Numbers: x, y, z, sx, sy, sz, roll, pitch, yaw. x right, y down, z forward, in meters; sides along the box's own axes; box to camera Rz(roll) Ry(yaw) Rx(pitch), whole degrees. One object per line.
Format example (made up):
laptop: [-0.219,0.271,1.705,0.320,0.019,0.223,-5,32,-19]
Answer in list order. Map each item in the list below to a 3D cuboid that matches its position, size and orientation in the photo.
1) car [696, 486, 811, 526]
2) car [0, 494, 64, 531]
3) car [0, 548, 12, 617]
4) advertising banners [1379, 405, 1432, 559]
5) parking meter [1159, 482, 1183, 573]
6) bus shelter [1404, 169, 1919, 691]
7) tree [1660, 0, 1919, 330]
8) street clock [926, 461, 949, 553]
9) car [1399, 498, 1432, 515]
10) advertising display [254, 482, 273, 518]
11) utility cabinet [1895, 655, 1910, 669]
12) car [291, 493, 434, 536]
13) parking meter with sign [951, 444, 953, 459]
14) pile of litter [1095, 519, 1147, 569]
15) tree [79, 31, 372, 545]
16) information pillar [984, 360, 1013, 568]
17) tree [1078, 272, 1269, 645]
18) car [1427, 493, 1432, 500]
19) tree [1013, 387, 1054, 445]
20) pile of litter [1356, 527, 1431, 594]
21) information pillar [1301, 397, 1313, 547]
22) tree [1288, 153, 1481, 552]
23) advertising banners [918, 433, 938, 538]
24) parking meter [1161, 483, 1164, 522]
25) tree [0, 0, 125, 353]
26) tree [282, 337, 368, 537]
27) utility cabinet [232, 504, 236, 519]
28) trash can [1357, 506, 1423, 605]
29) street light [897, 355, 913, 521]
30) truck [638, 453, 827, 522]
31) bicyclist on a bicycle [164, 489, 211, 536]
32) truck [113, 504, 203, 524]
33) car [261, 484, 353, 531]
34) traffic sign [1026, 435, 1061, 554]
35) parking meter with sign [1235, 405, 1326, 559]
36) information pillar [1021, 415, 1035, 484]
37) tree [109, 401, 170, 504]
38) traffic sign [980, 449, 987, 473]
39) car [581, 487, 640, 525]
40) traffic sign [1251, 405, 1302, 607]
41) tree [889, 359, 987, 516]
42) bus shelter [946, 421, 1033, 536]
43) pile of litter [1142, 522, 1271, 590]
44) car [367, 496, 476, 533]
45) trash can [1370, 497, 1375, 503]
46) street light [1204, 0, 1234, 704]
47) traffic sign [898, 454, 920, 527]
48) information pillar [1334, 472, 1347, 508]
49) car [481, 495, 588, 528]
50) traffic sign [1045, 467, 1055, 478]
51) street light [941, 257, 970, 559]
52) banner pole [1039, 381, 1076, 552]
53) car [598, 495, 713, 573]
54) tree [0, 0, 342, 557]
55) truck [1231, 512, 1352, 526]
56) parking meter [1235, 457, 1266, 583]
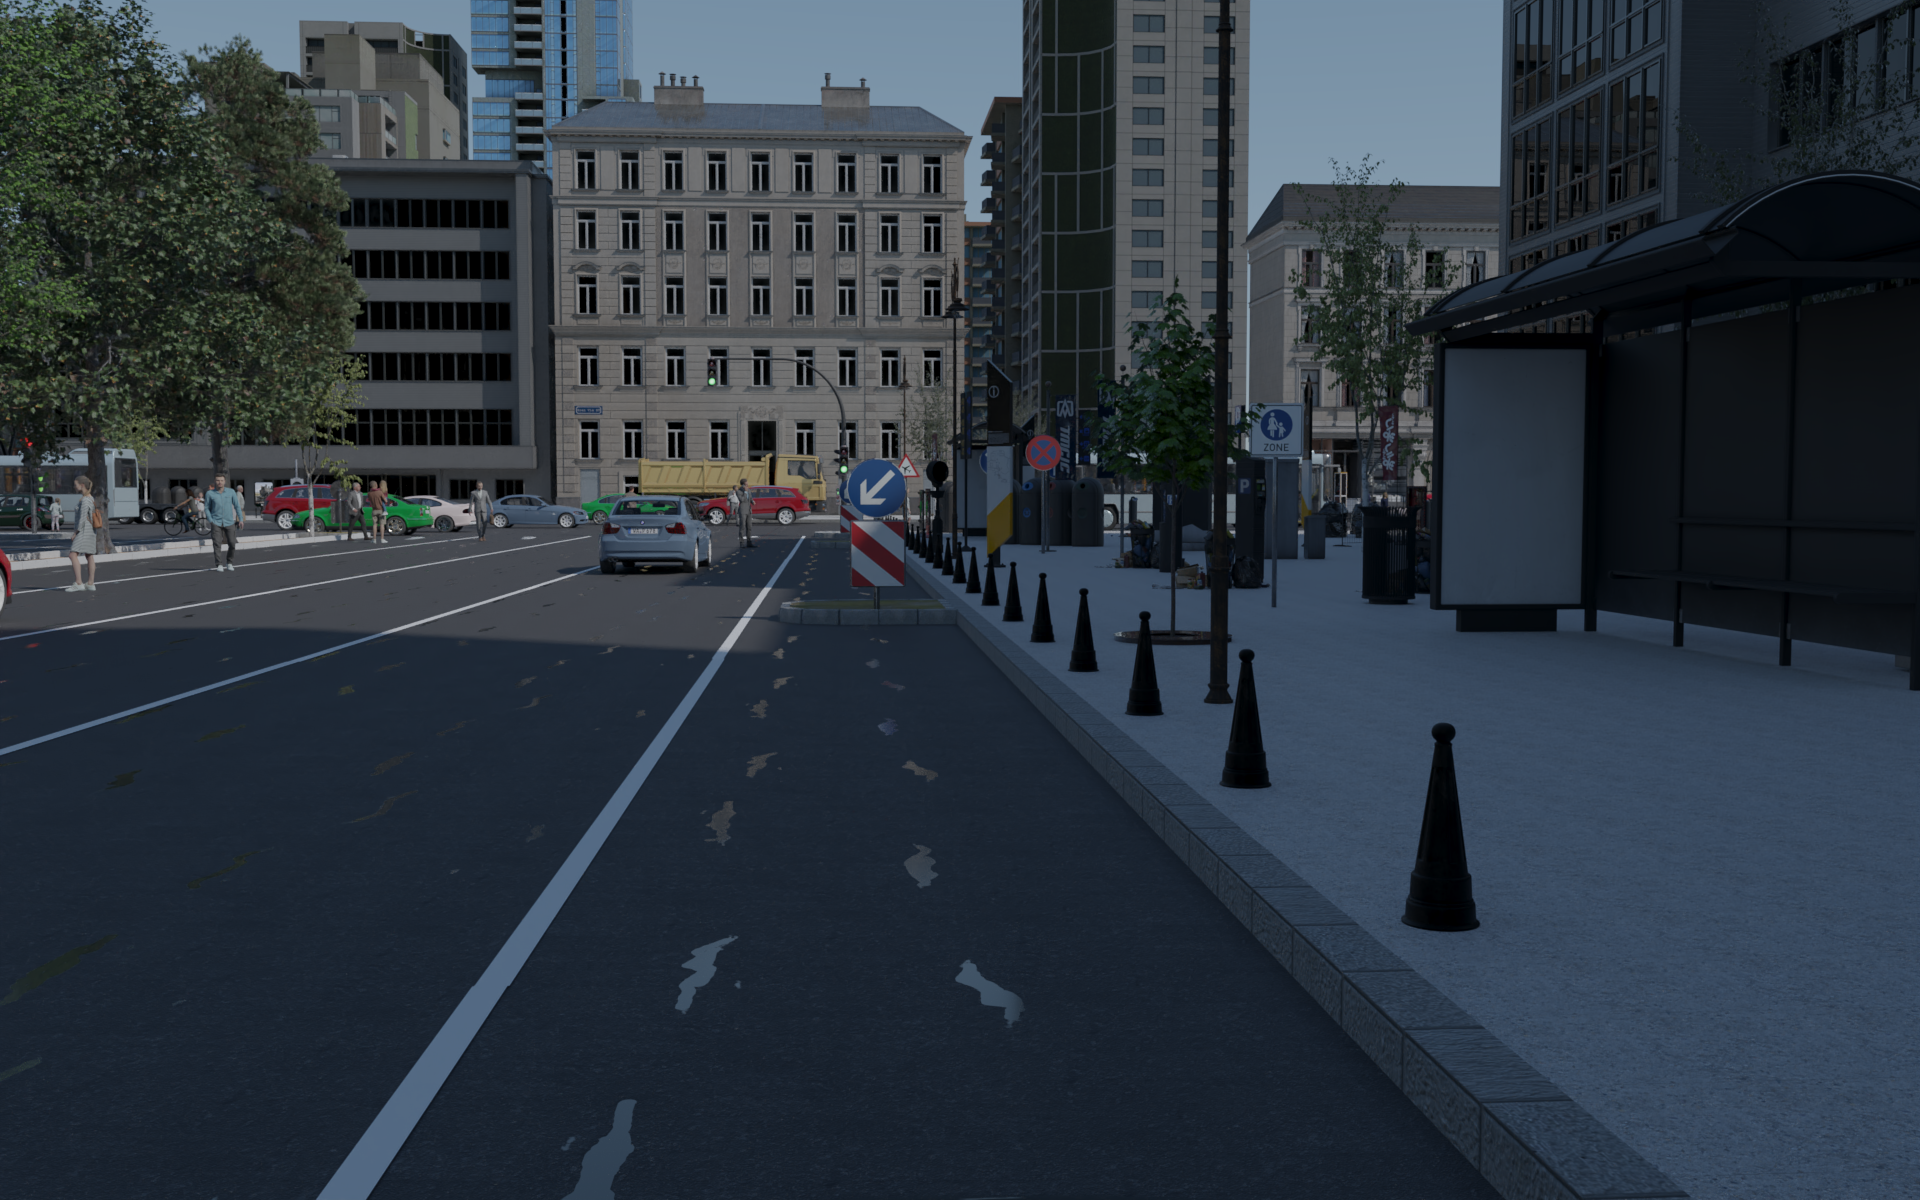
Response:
car: [-9.517,-4.340,79.627,5.304,1.827,2.281,0,4,-6]
car: [-37.529,-3.567,68.115,4.222,1.686,2.009,0,4,-2]
car: [-11.564,-0.540,17.866,2.155,1.783,4.494,0,4,-2]
advertising banners: [8.869,-2.285,33.542,0.090,3.025,2.074,-2,4,-34]
parking meter: [3.454,-1.219,28.349,0.372,1.533,0.369,0,3,0]
bus shelter: [5.367,-1.203,13.593,2.014,3.302,5.546,0,4,-4]
tree: [12.416,-4.568,25.057,4.360,8.622,3.978,0,3,0]
street clock: [-0.491,-2.027,37.704,0.471,2.002,0.358,-3,5,-39]
car: [19.656,-3.561,70.581,4.827,1.381,2.083,0,4,-5]
advertising display: [-36.819,-5.284,91.609,0.974,1.923,0.123,-3,5,-41]
utility cabinet: [6.995,-0.206,12.041,0.318,1.500,1.173,0,3,0]
car: [-20.720,-3.133,60.027,4.718,1.807,1.959,0,4,-3]
parking meter with sign: [0.613,-3.838,59.010,1.738,3.016,0.543,-1,4,-10]
pile of litter: [3.216,-0.990,30.155,1.719,0.858,1.176,3,5,40]
tree: [-20.315,-8.401,47.240,7.806,13.903,7.818,0,3,0]
information pillar: [0.680,-2.372,30.142,0.504,3.616,0.183,2,4,32]
tree: [1.986,-1.257,15.161,1.663,3.219,1.824,0,3,0]
car: [22.590,-4.279,79.003,4.494,1.783,2.155,0,4,-6]
tree: [4.283,-10.366,119.848,4.360,8.622,3.978,0,3,0]
pile of litter: [6.074,-0.526,22.570,1.719,0.858,1.176,2,4,33]
information pillar: [8.440,-3.104,42.111,0.183,3.616,0.504,-1,4,-9]
tree: [8.939,-5.334,37.573,4.737,8.622,4.395,0,3,0]
advertising banners: [-0.935,-3.320,50.470,0.090,3.025,2.074,-1,4,-15]
parking meter: [4.580,-1.942,37.458,0.399,1.863,0.255,3,4,36]
tree: [-18.113,-6.151,28.776,9.928,11.665,9.643,0,3,0]
tree: [-20.292,-6.181,53.883,4.737,8.622,4.395,0,3,0]
utility cabinet: [-37.695,-4.768,89.123,1.020,1.237,0.306,-2,4,-32]
trash can: [5.019,-0.526,20.260,0.748,1.137,0.748,0,3,0]
street light: [-1.844,-5.192,57.672,0.468,5.910,1.993,0,4,-4]
truck: [-10.529,-5.386,83.977,9.791,3.379,3.469,0,4,-6]
bicyclist on a bicycle: [-26.523,-3.025,59.475,1.625,1.676,1.499,0,4,-5]
truck: [-45.631,-5.605,81.405,18.799,4.110,2.967,0,4,-6]
car: [-24.951,-3.683,68.890,5.304,1.827,2.281,0,4,-2]
traffic sign: [1.796,-2.274,37.279,0.768,2.556,0.104,0,4,3]
parking meter with sign: [6.320,-2.317,34.137,1.738,3.016,0.543,0,4,-4]
information pillar: [1.988,-3.650,51.029,0.504,3.616,0.183,-2,4,-28]
tree: [-45.959,-8.972,97.050,4.737,8.622,4.395,0,3,0]
traffic sign: [0.914,-2.869,47.012,0.768,2.556,0.104,0,4,2]
car: [-15.305,-4.391,80.594,4.718,1.807,1.959,0,4,-5]
traffic sign: [3.556,-1.065,19.549,0.606,2.300,0.079,0,4,1]
tree: [-1.487,-8.758,93.559,4.360,8.622,3.978,0,3,0]
bus shelter: [0.784,-3.425,49.917,2.014,3.302,5.546,0,4,-4]
pile of litter: [3.435,-0.598,23.747,1.719,0.858,1.176,0,4,2]
car: [-20.583,-3.236,65.272,4.827,1.381,2.083,0,4,-3]
trash can: [23.070,-5.259,97.645,0.748,1.137,0.748,0,3,0]
street light: [1.591,-2.305,10.480,0.468,5.910,1.993,0,4,-4]
traffic sign: [-1.724,-3.400,55.589,0.884,2.594,0.081,0,3,0]
information pillar: [12.974,-3.338,59.068,0.304,2.012,0.304,-2,4,-32]
car: [-17.996,-3.739,73.141,4.499,1.417,2.014,0,4,-3]
traffic sign: [3.052,-3.348,54.838,0.768,2.556,0.104,0,4,2]
street light: [-0.102,-3.745,34.014,0.468,5.910,1.993,0,4,-4]
banner pole: [2.179,-2.962,38.443,0.863,3.779,0.401,1,4,17]
car: [-5.712,-1.264,32.677,2.014,1.417,4.499,0,4,-3]
tree: [-19.313,-7.282,38.533,9.611,12.733,9.660,0,3,0]
truck: [21.323,-5.235,75.351,18.799,4.110,2.967,0,4,-2]
parking meter: [4.186,-1.177,24.955,0.255,1.863,0.399,-3,5,-42]
